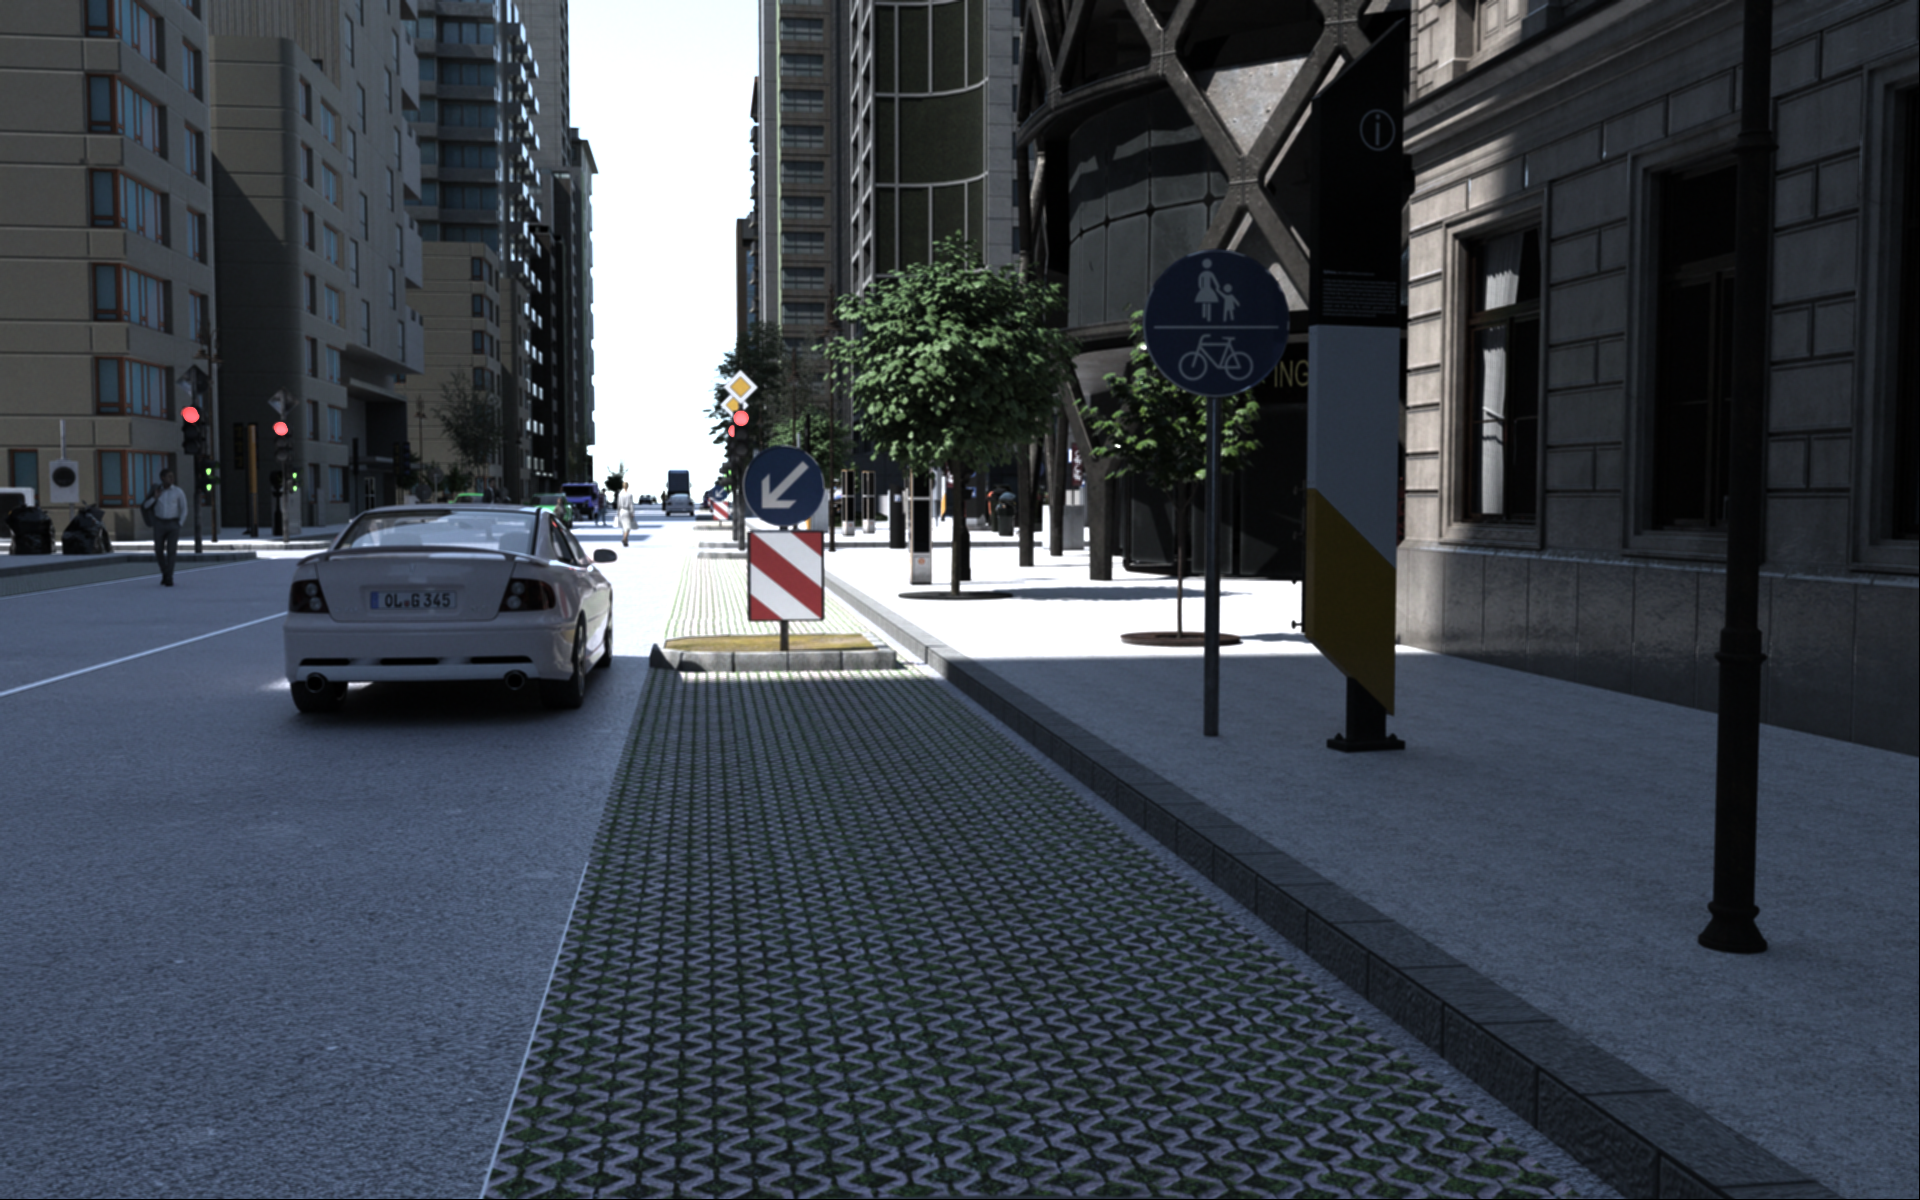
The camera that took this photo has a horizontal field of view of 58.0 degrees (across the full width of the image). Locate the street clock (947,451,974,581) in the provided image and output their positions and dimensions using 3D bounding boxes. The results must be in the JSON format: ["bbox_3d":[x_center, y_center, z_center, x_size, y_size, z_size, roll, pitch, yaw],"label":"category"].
[{"bbox_3d":[0.033,-1.282,25.531,0.358,2.002,0.471,-2,4,-34],"label":"street clock"}]

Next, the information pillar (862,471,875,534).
[{"bbox_3d":[-2.953,-3.154,56.057,0.304,2.012,0.304,-3,5,-41],"label":"information pillar"}]

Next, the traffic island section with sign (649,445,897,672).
[{"bbox_3d":[-1.640,-0.378,14.805,1.989,1.847,2.006,-1,4,-8],"label":"traffic island section with sign"}]

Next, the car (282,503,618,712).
[{"bbox_3d":[-3.628,-0.030,12.845,2.083,1.381,4.827,0,4,-7],"label":"car"}]

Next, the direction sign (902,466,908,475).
[{"bbox_3d":[-2.684,-5.699,85.183,0.379,3.537,0.876,1,4,21],"label":"direction sign"}]

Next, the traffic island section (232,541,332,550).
[{"bbox_3d":[-17.711,-1.419,45.485,2.009,0.180,2.903,-1,4,-8],"label":"traffic island section"}]

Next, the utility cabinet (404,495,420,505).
[{"bbox_3d":[-27.403,-4.615,86.621,0.306,1.237,1.020,1,4,13],"label":"utility cabinet"}]

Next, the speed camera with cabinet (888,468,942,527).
[{"bbox_3d":[-1.739,-4.416,66.545,2.038,3.252,0.660,1,4,20],"label":"speed camera with cabinet"}]

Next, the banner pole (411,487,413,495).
[{"bbox_3d":[-36.394,-7.613,114.493,0.863,3.779,0.401,1,4,23],"label":"banner pole"}]

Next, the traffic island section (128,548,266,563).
[{"bbox_3d":[-16.543,-0.936,37.586,2.009,0.180,2.903,-1,4,-8],"label":"traffic island section"}]

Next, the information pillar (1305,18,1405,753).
[{"bbox_3d":[1.967,-1.054,8.593,0.504,3.616,0.183,-1,4,-19],"label":"information pillar"}]

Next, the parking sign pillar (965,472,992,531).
[{"bbox_3d":[0.543,-4.384,60.157,1.447,3.967,1.447,1,4,14],"label":"parking sign pillar"}]

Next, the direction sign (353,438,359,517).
[{"bbox_3d":[-24.384,-4.768,69.949,0.379,3.537,0.876,-2,4,-31],"label":"direction sign"}]

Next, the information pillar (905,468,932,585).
[{"bbox_3d":[-0.566,-1.222,24.475,0.304,2.012,0.304,-1,4,-10],"label":"information pillar"}]

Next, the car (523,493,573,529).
[{"bbox_3d":[-16.955,-3.830,71.417,1.959,1.807,4.718,-1,4,-10],"label":"car"}]

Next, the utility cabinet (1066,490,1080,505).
[{"bbox_3d":[6.537,-5.402,97.001,1.173,1.500,0.318,1,4,13],"label":"utility cabinet"}]

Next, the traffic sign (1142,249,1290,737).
[{"bbox_3d":[1.335,-0.551,9.123,0.768,2.556,0.104,0,4,0],"label":"traffic sign"}]

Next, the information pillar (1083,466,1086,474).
[{"bbox_3d":[6.379,-5.920,88.150,0.183,3.616,0.504,-3,4,-36],"label":"information pillar"}]

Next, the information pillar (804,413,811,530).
[{"bbox_3d":[-4.419,-3.598,50.186,0.183,3.616,0.504,-1,4,-16],"label":"information pillar"}]

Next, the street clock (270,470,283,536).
[{"bbox_3d":[-20.837,-2.957,52.921,0.358,2.002,0.471,1,4,13],"label":"street clock"}]

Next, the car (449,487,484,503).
[{"bbox_3d":[-22.600,-4.375,80.329,1.959,1.807,4.718,0,4,-8],"label":"car"}]

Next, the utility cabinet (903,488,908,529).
[{"bbox_3d":[-1.802,-3.294,62.536,0.318,1.500,1.173,-1,4,-15],"label":"utility cabinet"}]

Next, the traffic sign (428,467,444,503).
[{"bbox_3d":[-24.926,-5.033,82.397,0.768,2.556,0.104,0,4,-7],"label":"traffic sign"}]

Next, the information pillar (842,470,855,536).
[{"bbox_3d":[-3.396,-2.949,52.709,0.304,2.012,0.304,-2,4,-30],"label":"information pillar"}]

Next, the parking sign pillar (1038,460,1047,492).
[{"bbox_3d":[4.357,-6.828,100.111,1.447,3.967,1.447,-1,4,-9],"label":"parking sign pillar"}]

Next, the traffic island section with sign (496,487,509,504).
[{"bbox_3d":[-25.021,-5.271,94.809,1.989,1.847,2.006,-1,4,-8],"label":"traffic island section with sign"}]

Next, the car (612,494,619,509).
[{"bbox_3d":[-31.921,-9.428,163.929,2.009,1.686,4.222,0,4,-7],"label":"car"}]

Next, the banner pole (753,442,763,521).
[{"bbox_3d":[-9.652,-5.689,83.029,0.401,3.779,0.863,3,4,37],"label":"banner pole"}]

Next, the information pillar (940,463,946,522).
[{"bbox_3d":[-0.770,-5.481,80.971,0.183,3.616,0.504,-1,4,-18],"label":"information pillar"}]

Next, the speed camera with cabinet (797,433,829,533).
[{"bbox_3d":[-5.076,-3.826,56.895,0.660,3.252,2.038,2,4,27],"label":"speed camera with cabinet"}]

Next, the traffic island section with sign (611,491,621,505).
[{"bbox_3d":[-44.263,-13.228,224.902,1.989,1.847,2.006,-1,4,-8],"label":"traffic island section with sign"}]

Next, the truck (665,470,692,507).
[{"bbox_3d":[-29.968,-11.888,184.132,2.967,4.110,18.799,-1,4,-9],"label":"truck"}]

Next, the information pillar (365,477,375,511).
[{"bbox_3d":[-26.089,-4.409,76.586,0.304,2.012,0.304,2,4,32],"label":"information pillar"}]

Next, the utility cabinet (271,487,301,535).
[{"bbox_3d":[-20.924,-2.761,53.825,0.318,1.500,1.173,1,4,9],"label":"utility cabinet"}]

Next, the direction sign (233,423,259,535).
[{"bbox_3d":[-22.631,-3.852,54.975,0.876,3.537,0.379,1,4,14],"label":"direction sign"}]

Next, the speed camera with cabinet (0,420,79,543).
[{"bbox_3d":[-24.414,-3.143,45.723,2.038,3.252,0.660,-2,4,-25],"label":"speed camera with cabinet"}]

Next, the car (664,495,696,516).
[{"bbox_3d":[-18.560,-6.265,114.787,2.083,1.381,4.827,-1,4,-9],"label":"car"}]

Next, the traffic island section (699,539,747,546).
[{"bbox_3d":[-6.095,-1.524,47.192,2.009,0.180,2.903,-1,4,-8],"label":"traffic island section"}]

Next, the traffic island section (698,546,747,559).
[{"bbox_3d":[-4.926,-1.040,39.293,2.009,0.180,2.903,-1,4,-8],"label":"traffic island section"}]

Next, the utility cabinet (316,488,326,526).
[{"bbox_3d":[-25.076,-3.629,68.008,0.318,1.500,1.173,-1,4,-22],"label":"utility cabinet"}]

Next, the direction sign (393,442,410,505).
[{"bbox_3d":[-24.378,-5.118,75.673,0.876,3.537,0.379,1,4,20],"label":"direction sign"}]

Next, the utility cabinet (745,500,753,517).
[{"bbox_3d":[-11.954,-5.312,98.014,0.306,1.237,1.020,0,4,2],"label":"utility cabinet"}]

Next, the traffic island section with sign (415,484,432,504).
[{"bbox_3d":[-21.054,-3.629,67.956,1.989,1.847,2.006,-1,4,-8],"label":"traffic island section with sign"}]

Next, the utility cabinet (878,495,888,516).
[{"bbox_3d":[-4.005,-5.117,94.817,1.020,1.237,0.306,3,5,42],"label":"utility cabinet"}]

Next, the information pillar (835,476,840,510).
[{"bbox_3d":[-6.134,-5.765,85.618,0.504,3.616,0.183,3,5,44],"label":"information pillar"}]
